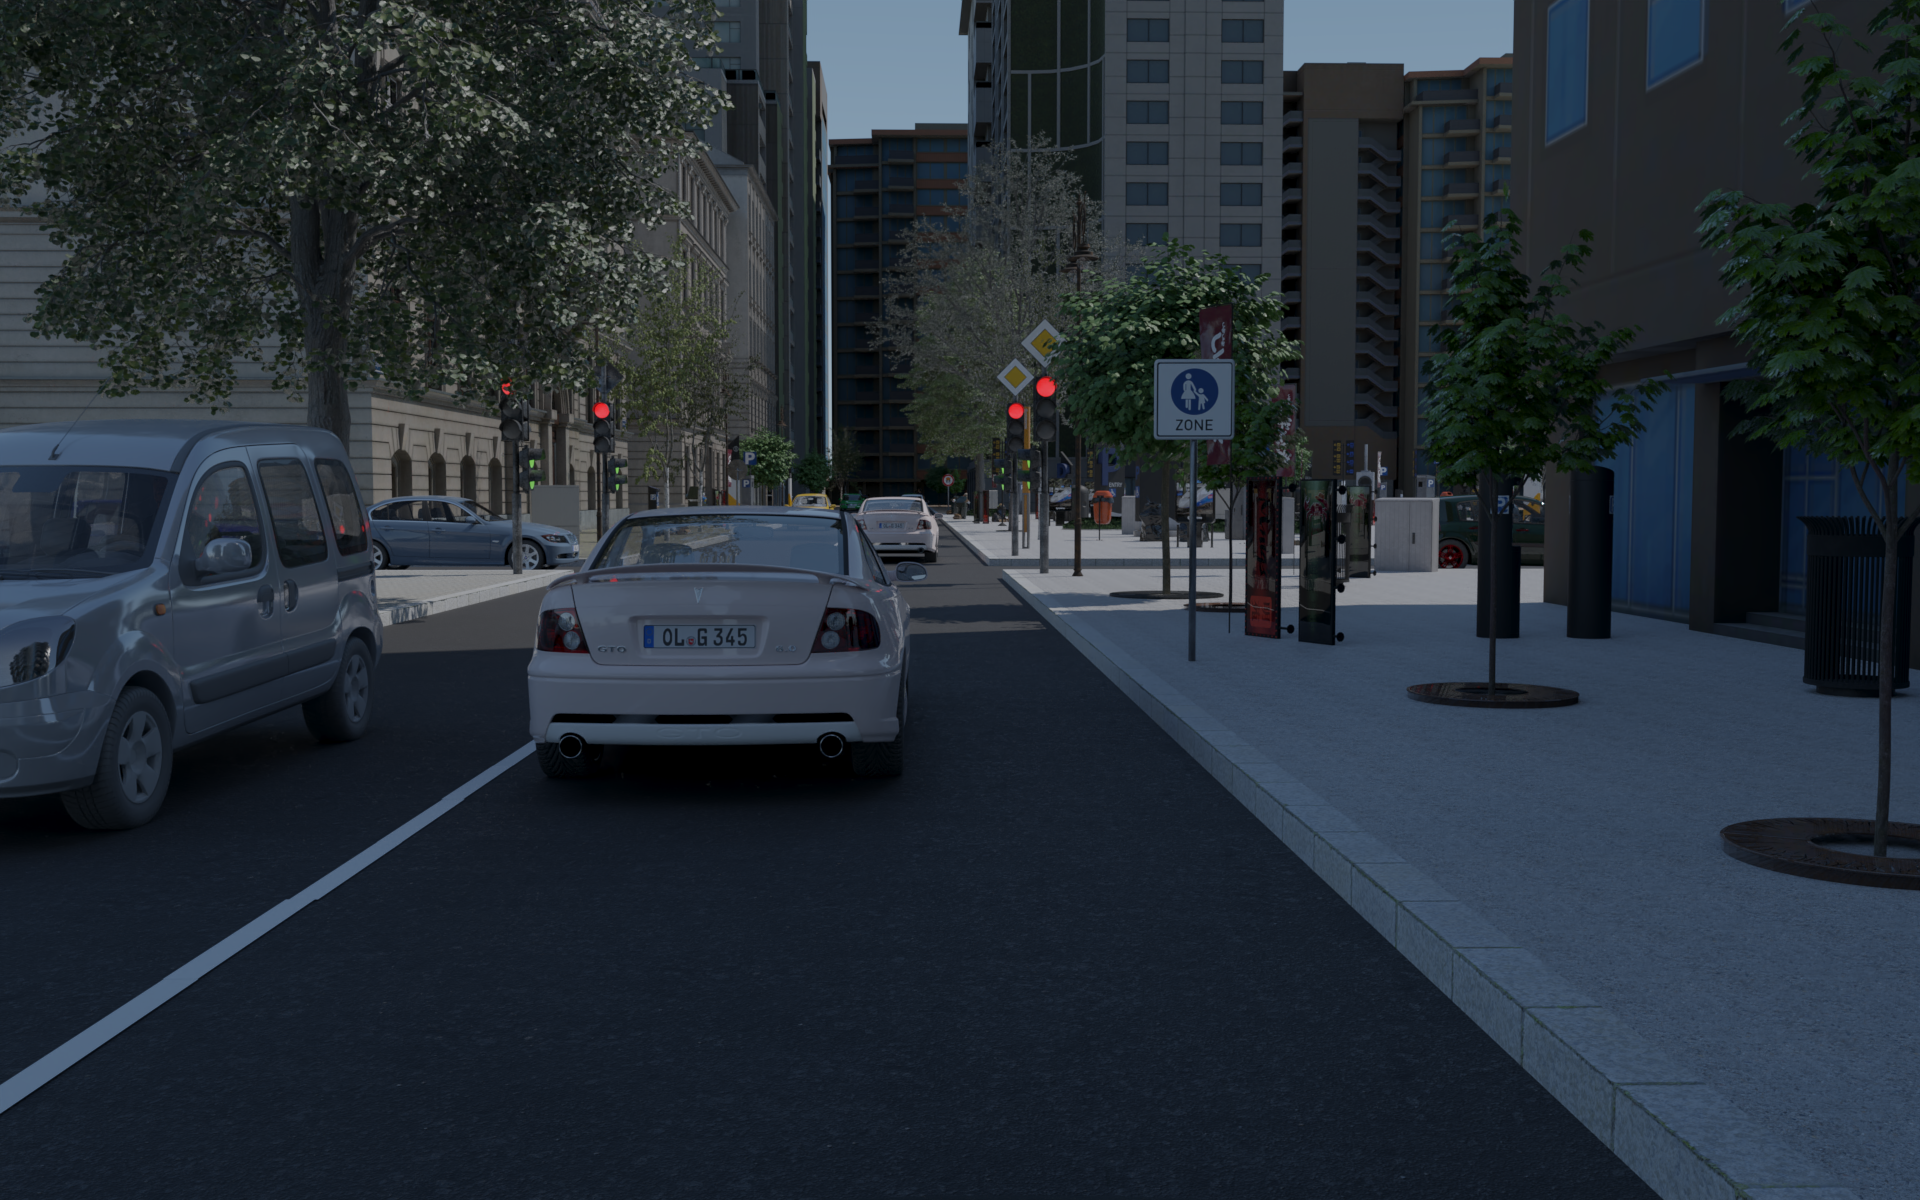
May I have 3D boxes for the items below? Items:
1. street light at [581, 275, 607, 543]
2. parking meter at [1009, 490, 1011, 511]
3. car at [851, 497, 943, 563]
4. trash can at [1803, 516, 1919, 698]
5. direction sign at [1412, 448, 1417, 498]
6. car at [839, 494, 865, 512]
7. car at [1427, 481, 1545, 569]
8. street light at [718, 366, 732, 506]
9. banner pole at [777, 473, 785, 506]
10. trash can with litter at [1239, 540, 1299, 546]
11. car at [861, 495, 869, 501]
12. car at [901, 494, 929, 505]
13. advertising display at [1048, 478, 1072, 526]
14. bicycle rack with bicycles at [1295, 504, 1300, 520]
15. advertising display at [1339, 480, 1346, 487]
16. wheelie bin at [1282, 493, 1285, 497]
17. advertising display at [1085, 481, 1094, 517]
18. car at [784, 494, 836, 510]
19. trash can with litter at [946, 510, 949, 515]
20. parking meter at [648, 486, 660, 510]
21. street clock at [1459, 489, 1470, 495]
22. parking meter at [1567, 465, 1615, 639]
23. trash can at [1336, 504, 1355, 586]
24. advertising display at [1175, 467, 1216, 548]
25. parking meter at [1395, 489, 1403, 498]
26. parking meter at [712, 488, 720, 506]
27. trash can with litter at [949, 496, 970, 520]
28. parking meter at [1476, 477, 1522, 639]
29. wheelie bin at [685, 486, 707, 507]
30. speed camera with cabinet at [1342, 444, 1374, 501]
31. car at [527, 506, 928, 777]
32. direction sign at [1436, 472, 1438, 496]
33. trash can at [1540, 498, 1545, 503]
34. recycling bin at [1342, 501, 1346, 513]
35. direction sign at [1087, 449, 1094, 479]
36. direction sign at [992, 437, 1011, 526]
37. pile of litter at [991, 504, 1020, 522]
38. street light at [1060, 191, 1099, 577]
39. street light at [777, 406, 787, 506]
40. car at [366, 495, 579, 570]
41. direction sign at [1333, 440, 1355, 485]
[{"bbox_3d":[-7.686,-3.913,36.758,0.468,5.910,1.993,0,4,-2],"label":"street light"},{"bbox_3d":[2.658,-4.865,87.946,0.372,1.533,0.369,0,3,0],"label":"parking meter"},{"bbox_3d":[-1.405,-1.545,37.629,2.083,1.381,4.827,0,4,0],"label":"car"},{"bbox_3d":[5.754,0.034,11.097,0.748,1.137,0.748,0,3,0],"label":"trash can"},{"bbox_3d":[22.594,-5.757,86.118,0.379,3.537,0.876,0,4,2],"label":"direction sign"},{"bbox_3d":[-8.031,-7.352,129.008,1.959,1.807,4.718,0,4,-2],"label":"car"},{"bbox_3d":[9.995,-1.313,31.252,4.222,1.686,2.009,0,3,0],"label":"car"},{"bbox_3d":[-8.433,-5.493,62.602,0.468,5.910,1.993,0,4,-2],"label":"street light"},{"bbox_3d":[-9.705,-6.339,93.657,0.401,3.779,0.863,2,4,33],"label":"banner pole"},{"bbox_3d":[8.172,-1.999,43.741,1.678,1.210,2.233,-1,4,-15],"label":"trash can with litter"},{"bbox_3d":[-8.962,-8.783,156.182,1.945,1.354,3.894,0,4,-1],"label":"car"},{"bbox_3d":[-2.851,-5.593,103.451,2.014,1.417,4.499,0,4,0],"label":"car"},{"bbox_3d":[4.002,-3.918,69.280,0.974,1.923,0.123,-1,4,-11],"label":"advertising display"},{"bbox_3d":[18.274,-4.548,87.737,2.925,0.926,2.852,-2,4,-27],"label":"bicycle rack with bicycles"},{"bbox_3d":[17.377,-4.498,78.758,0.123,1.923,0.974,1,4,23],"label":"advertising display"},{"bbox_3d":[18.558,-5.705,101.187,0.693,1.594,0.980,-1,4,-18],"label":"wheelie bin"},{"bbox_3d":[6.873,-5.109,88.745,0.974,1.923,0.123,1,4,12],"label":"advertising display"},{"bbox_3d":[-5.900,-3.575,68.669,2.015,1.641,3.980,0,4,0],"label":"car"},{"bbox_3d":[-0.506,-5.871,107.370,0.624,1.170,1.055,-3,5,-40],"label":"trash can with litter"},{"bbox_3d":[-9.248,-2.691,52.416,0.372,1.533,0.369,0,3,0],"label":"parking meter"},{"bbox_3d":[17.107,-3.314,58.749,0.471,2.002,0.358,1,4,22],"label":"street clock"},{"bbox_3d":[5.625,-0.431,15.450,0.372,1.533,0.369,0,3,0],"label":"parking meter"},{"bbox_3d":[5.113,-0.761,24.094,0.748,1.137,0.748,0,3,0],"label":"trash can"},{"bbox_3d":[5.645,-2.223,41.565,0.974,1.923,0.123,2,4,24],"label":"advertising display"},{"bbox_3d":[22.796,-4.988,89.965,0.372,1.533,0.369,0,3,0],"label":"parking meter"},{"bbox_3d":[-10.727,-4.147,76.208,0.372,1.533,0.369,0,3,0],"label":"parking meter"},{"bbox_3d":[0.043,-4.661,87.592,0.624,1.170,1.055,1,4,22],"label":"trash can with litter"},{"bbox_3d":[4.824,-0.433,15.489,0.372,1.533,0.369,0,3,0],"label":"parking meter"},{"bbox_3d":[-10.905,-3.902,71.698,0.980,1.594,0.693,1,4,12],"label":"wheelie bin"},{"bbox_3d":[15.438,-4.565,68.976,2.038,3.252,0.660,1,4,17],"label":"speed camera with cabinet"},{"bbox_3d":[-1.230,0.134,10.163,2.083,1.381,4.827,0,4,-1],"label":"car"},{"bbox_3d":[28.163,-6.741,102.214,0.379,3.537,0.876,0,4,7],"label":"direction sign"},{"bbox_3d":[34.565,-5.618,103.512,0.748,1.137,0.748,0,3,0],"label":"trash can"},{"bbox_3d":[14.798,-3.272,66.044,0.722,1.027,0.722,0,4,-3],"label":"recycling bin"},{"bbox_3d":[6.827,-5.860,87.807,0.876,3.537,0.379,-1,4,-20],"label":"direction sign"},{"bbox_3d":[1.697,-4.732,69.370,0.876,3.537,0.379,2,4,26],"label":"direction sign"},{"bbox_3d":[2.129,-4.004,79.432,1.719,0.858,1.176,-3,5,-39],"label":"pile of litter"},{"bbox_3d":[1.834,-3.306,26.841,0.468,5.910,1.993,0,4,-2],"label":"street light"},{"bbox_3d":[-9.176,-7.130,89.369,0.468,5.910,1.993,0,4,-2],"label":"street light"},{"bbox_3d":[-9.209,-1.190,31.463,4.499,1.417,2.014,0,4,-1],"label":"car"},{"bbox_3d":[16.113,-4.943,72.817,0.876,3.537,0.379,1,4,17],"label":"direction sign"}]
